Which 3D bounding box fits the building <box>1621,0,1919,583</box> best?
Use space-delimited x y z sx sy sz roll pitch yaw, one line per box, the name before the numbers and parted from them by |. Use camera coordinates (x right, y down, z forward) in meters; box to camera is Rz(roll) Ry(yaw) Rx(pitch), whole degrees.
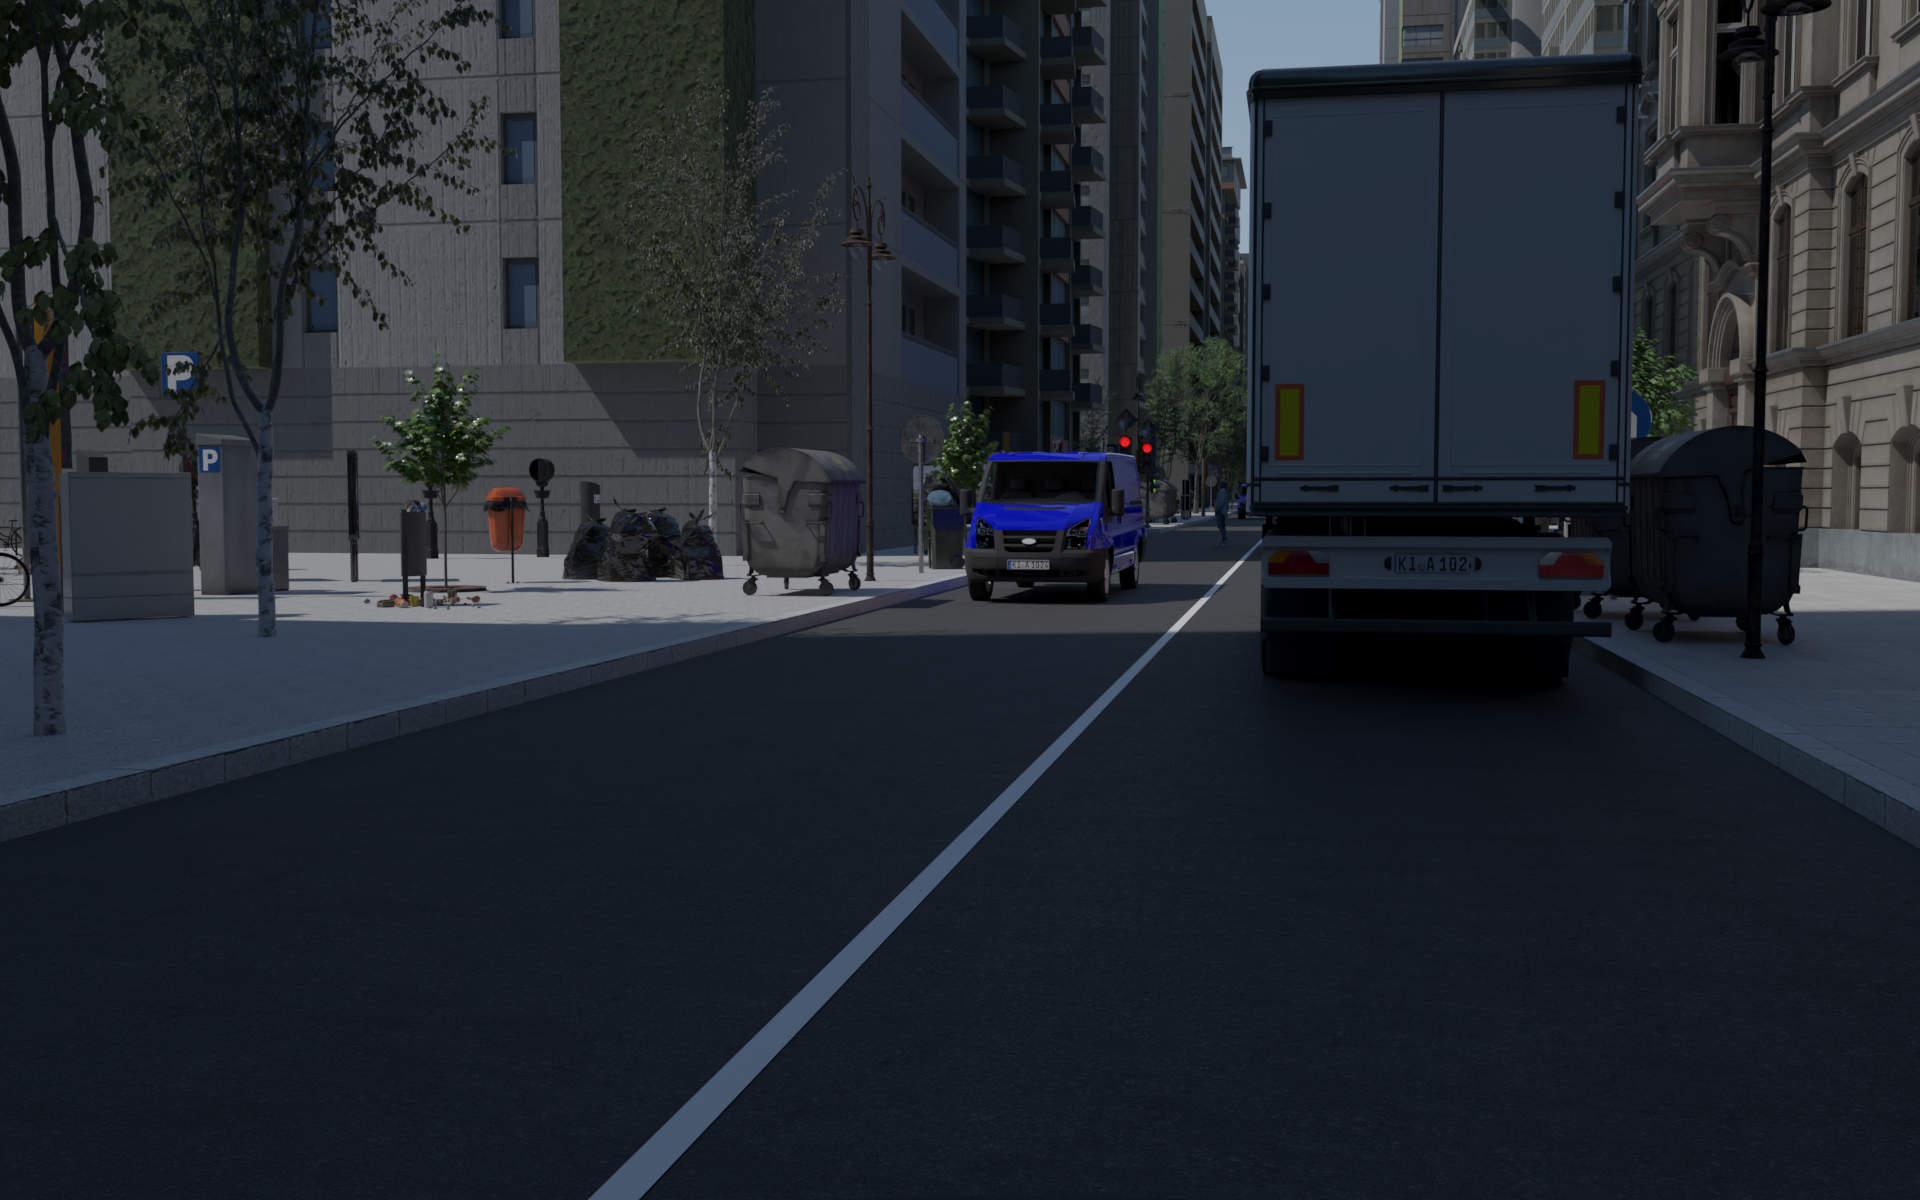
building | 20.834 -13.068 32.745 14.460 24.649 34.723 1 4 11

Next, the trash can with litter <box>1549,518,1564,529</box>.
trash can with litter | 22.053 -3.157 63.012 0.624 1.170 1.055 3 5 43

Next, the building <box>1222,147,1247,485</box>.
building | 29.255 -41.515 268.006 28.713 52.752 27.495 1 4 11

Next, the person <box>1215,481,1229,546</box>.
person | 7.261 -2.388 47.805 0.793 1.790 0.793 -1 4 -11

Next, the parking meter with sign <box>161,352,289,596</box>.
parking meter with sign | -9.335 -1.584 22.166 0.543 3.016 1.738 1 4 16

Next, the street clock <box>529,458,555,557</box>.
street clock | -8.476 -1.870 35.147 0.471 2.002 0.358 1 4 18

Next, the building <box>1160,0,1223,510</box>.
building | 14.674 -33.545 172.157 21.300 48.544 21.600 1 4 11

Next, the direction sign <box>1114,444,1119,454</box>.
direction sign | 6.949 -5.315 78.905 0.379 3.537 0.876 3 5 42

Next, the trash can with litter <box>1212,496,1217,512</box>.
trash can with litter | 18.040 -6.766 122.009 0.624 1.170 1.055 2 4 29

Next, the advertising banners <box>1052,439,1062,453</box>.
advertising banners | 2.654 -3.637 55.645 0.090 3.025 2.074 -2 4 -34

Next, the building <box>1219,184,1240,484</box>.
building | 27.101 -35.802 239.993 22.147 44.769 28.867 1 4 11

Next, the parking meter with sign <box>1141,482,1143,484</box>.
parking meter with sign | 11.143 -6.828 107.906 1.738 3.016 0.543 2 4 23

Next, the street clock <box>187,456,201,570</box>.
street clock | -12.693 -1.504 29.160 0.358 2.002 0.471 1 4 13

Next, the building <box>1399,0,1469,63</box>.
building | 42.801 -28.021 141.737 14.154 41.232 14.086 1 4 11

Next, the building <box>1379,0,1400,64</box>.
building | 56.650 -39.678 190.740 21.231 58.520 28.212 1 4 11

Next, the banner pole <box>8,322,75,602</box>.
banner pole | -11.035 -1.882 20.793 0.401 3.779 0.863 2 4 30

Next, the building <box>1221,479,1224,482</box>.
building | 13.624 -30.849 196.268 32.217 40.220 23.993 1 4 11

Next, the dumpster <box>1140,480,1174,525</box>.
dumpster | 8.202 -4.114 73.015 1.264 1.857 1.865 1 4 11

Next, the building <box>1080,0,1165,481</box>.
building | 7.311 -27.131 127.192 14.154 41.232 14.086 1 4 11

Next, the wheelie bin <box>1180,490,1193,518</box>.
wheelie bin | 12.130 -5.191 92.781 0.693 1.594 0.980 0 4 2

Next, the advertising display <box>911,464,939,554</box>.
advertising display | -0.592 -1.946 37.029 0.974 1.923 0.123 2 4 29

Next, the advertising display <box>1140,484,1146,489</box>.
advertising display | 11.553 -6.200 106.589 0.974 1.923 0.123 1 4 10

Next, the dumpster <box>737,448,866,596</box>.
dumpster | -2.040 -1.020 22.435 1.264 1.857 1.865 1 4 11

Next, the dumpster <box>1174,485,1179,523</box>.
dumpster | 9.034 -4.364 77.108 1.264 1.857 1.865 1 4 11

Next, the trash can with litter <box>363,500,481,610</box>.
trash can with litter | -6.143 -0.565 20.302 1.678 1.210 2.233 0 4 5

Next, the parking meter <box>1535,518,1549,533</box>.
parking meter | 10.837 -1.468 32.414 0.372 1.533 0.369 0 3 0

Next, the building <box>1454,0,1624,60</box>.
building | 47.864 -26.221 120.586 32.217 40.220 23.993 1 4 11

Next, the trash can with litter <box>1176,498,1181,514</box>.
trash can with litter | 13.854 -6.018 109.781 1.055 1.170 0.624 -1 4 -16

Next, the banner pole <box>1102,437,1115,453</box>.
banner pole | 6.486 -5.266 76.123 0.401 3.779 0.863 -3 5 -43

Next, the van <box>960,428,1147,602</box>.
van | 1.441 -1.253 24.869 2.240 2.365 5.245 1 4 12

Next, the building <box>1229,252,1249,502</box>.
building | 40.867 -36.918 287.200 14.154 41.232 14.086 1 4 11

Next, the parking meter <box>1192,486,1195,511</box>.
parking meter | 17.699 -7.649 130.780 0.255 1.863 0.399 1 4 12

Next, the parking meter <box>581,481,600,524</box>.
parking meter | -7.253 -1.566 34.022 0.372 1.533 0.369 0 3 0

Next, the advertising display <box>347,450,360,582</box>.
advertising display | -8.946 -1.244 25.552 0.123 1.923 0.974 -1 4 -17

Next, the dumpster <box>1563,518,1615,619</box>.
dumpster | 7.133 -0.767 18.296 1.264 1.857 1.865 1 4 11

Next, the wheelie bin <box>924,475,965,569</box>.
wheelie bin | -0.260 -1.330 29.661 0.693 1.594 0.980 -1 4 -10

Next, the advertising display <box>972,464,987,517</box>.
advertising display | 0.728 -1.816 34.911 0.974 1.923 0.123 -1 4 -18

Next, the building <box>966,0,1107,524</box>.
building | -4.586 -26.374 85.840 22.147 44.769 28.867 1 4 11

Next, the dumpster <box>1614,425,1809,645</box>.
dumpster | 6.713 -0.594 15.476 1.264 1.857 1.865 1 4 11

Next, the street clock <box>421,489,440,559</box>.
street clock | -10.486 -1.820 34.324 0.358 2.002 0.471 2 4 35

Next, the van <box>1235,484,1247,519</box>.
van | 17.123 -5.855 100.107 2.240 2.365 5.245 1 4 13

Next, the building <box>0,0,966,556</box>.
building | -14.435 -30.834 46.143 28.212 58.520 21.231 1 4 11

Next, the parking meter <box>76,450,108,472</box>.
parking meter | -11.422 -1.048 22.842 0.399 1.863 0.255 3 4 36

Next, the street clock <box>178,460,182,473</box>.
street clock | -14.605 -1.741 33.034 0.471 2.002 0.358 -3 5 -40

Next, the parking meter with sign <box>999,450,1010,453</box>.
parking meter with sign | 1.193 -4.466 69.272 0.543 3.016 1.738 -3 5 -45
